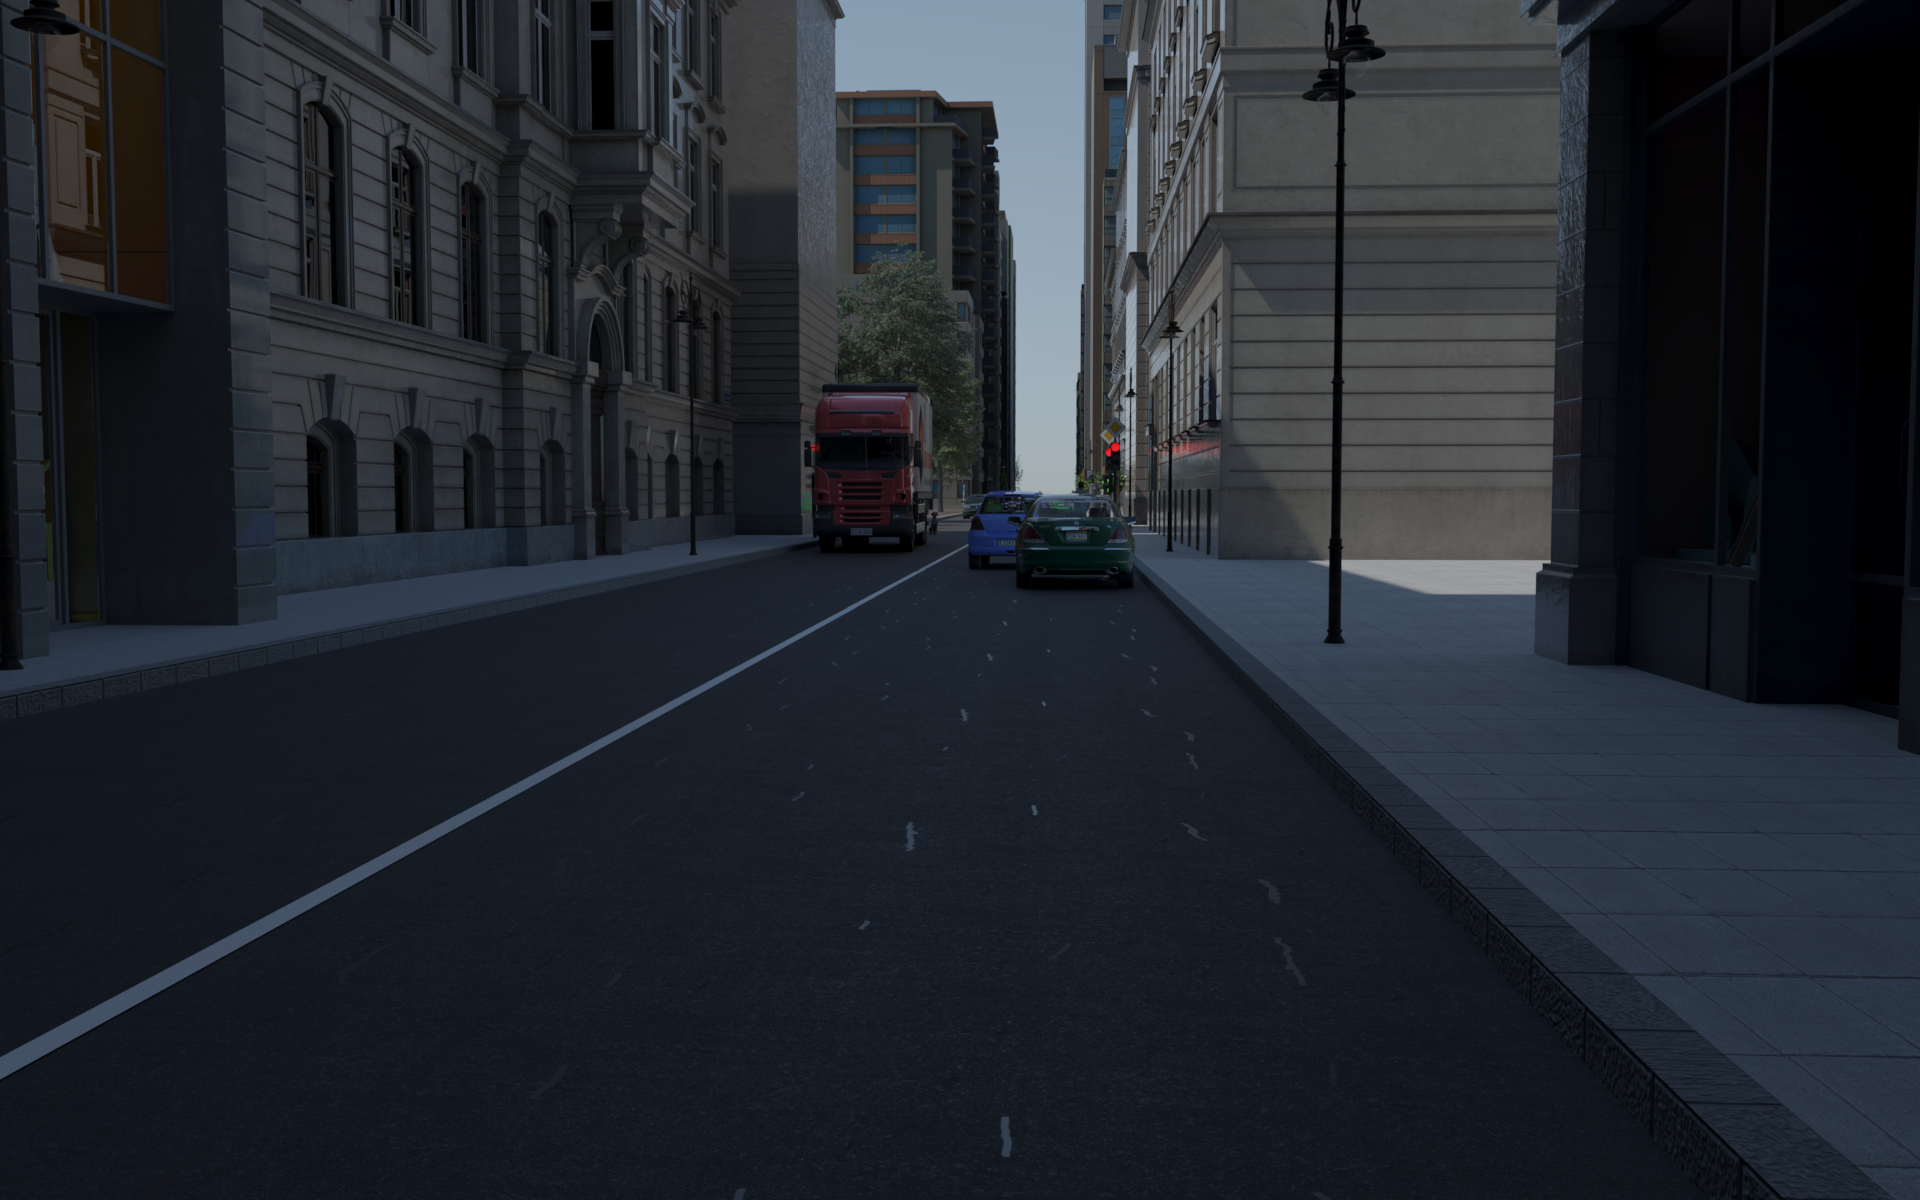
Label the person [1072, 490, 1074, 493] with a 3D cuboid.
[{"bbox_3d":[9.468,-8.454,147.167,0.683,1.767,0.568,0,4,4],"label":"person"}]

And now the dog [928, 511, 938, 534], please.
[{"bbox_3d":[-0.860,-2.742,61.662,0.513,0.831,0.800,2,4,28],"label":"dog"}]

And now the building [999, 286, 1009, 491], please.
[{"bbox_3d":[-0.607,-28.481,237.370,14.160,30.474,14.107,0,4,3],"label":"building"}]

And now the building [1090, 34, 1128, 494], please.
[{"bbox_3d":[19.872,-31.804,170.108,14.600,45.320,14.200,0,4,3],"label":"building"}]

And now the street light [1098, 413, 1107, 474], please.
[{"bbox_3d":[8.170,-7.610,97.210,0.468,5.910,1.993,0,4,3],"label":"street light"}]

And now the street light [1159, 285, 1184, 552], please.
[{"bbox_3d":[4.679,-4.018,38.487,0.468,5.910,1.993,0,4,3],"label":"street light"}]

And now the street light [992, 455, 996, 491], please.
[{"bbox_3d":[3.862,-13.640,195.796,0.468,5.910,1.993,0,4,3],"label":"street light"}]

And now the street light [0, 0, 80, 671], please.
[{"bbox_3d":[-6.956,-2.429,12.498,0.468,5.910,1.993,0,4,3],"label":"street light"}]

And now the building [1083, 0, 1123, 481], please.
[{"bbox_3d":[24.248,-39.753,191.953,21.231,58.520,28.212,0,4,3],"label":"building"}]

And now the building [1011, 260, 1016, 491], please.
[{"bbox_3d":[2.316,-37.354,294.324,14.154,41.232,14.086,0,4,3],"label":"building"}]

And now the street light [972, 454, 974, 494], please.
[{"bbox_3d":[1.089,-10.726,148.163,0.468,5.910,1.993,0,4,3],"label":"street light"}]

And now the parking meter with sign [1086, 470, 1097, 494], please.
[{"bbox_3d":[9.666,-7.937,126.031,0.543,3.016,1.738,-1,4,-13],"label":"parking meter with sign"}]

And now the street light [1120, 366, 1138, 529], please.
[{"bbox_3d":[6.156,-5.492,62.578,0.468,5.910,1.993,0,4,3],"label":"street light"}]

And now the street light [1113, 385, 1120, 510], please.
[{"bbox_3d":[6.744,-6.158,73.477,0.468,5.910,1.993,0,4,3],"label":"street light"}]

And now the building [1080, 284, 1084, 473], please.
[{"bbox_3d":[23.485,-28.492,237.553,14.160,30.474,14.107,0,4,3],"label":"building"}]

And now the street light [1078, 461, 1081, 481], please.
[{"bbox_3d":[14.074,-13.773,197.968,0.468,5.910,1.993,0,4,3],"label":"street light"}]

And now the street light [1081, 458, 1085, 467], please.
[{"bbox_3d":[12.608,-12.290,173.723,0.468,5.910,1.993,0,4,3],"label":"street light"}]

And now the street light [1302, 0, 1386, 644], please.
[{"bbox_3d":[3.228,-2.567,14.756,0.468,5.910,1.993,0,4,3],"label":"street light"}]

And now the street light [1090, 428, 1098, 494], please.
[{"bbox_3d":[9.529,-9.086,121.340,0.468,5.910,1.993,0,4,3],"label":"street light"}]

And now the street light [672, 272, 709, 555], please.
[{"bbox_3d":[-5.607,-3.881,36.235,0.468,5.910,1.993,0,4,3],"label":"street light"}]

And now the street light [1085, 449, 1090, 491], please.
[{"bbox_3d":[11.251,-10.825,149.778,0.468,5.910,1.993,0,4,3],"label":"street light"}]

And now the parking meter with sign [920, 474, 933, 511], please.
[{"bbox_3d":[-2.947,-8.335,132.538,1.738,3.016,0.543,0,3,0],"label":"parking meter with sign"}]

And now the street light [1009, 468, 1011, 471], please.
[{"bbox_3d":[7.378,-17.255,254.898,0.468,5.910,1.993,0,4,3],"label":"street light"}]

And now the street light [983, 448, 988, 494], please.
[{"bbox_3d":[2.509,-12.178,171.896,0.468,5.910,1.993,0,4,3],"label":"street light"}]

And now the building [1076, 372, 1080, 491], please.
[{"bbox_3d":[31.340,-25.346,259.445,27.650,21.520,28.899,0,4,3],"label":"building"}]

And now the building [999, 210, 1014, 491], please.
[{"bbox_3d":[1.484,-38.509,279.733,14.600,45.320,14.200,0,4,3],"label":"building"}]

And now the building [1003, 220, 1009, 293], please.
[{"bbox_3d":[-0.210,-34.742,251.618,14.154,41.232,14.086,0,4,3],"label":"building"}]

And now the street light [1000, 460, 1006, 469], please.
[{"bbox_3d":[5.891,-15.803,231.169,0.468,5.910,1.993,0,4,3],"label":"street light"}]

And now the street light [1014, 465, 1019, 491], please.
[{"bbox_3d":[8.771,-18.706,278.633,0.468,5.910,1.993,0,4,3],"label":"street light"}]

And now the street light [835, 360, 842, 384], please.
[{"bbox_3d":[-4.192,-5.332,59.968,0.468,5.910,1.993,0,4,3],"label":"street light"}]

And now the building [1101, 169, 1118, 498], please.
[{"bbox_3d":[19.803,-23.510,156.095,14.160,30.474,14.107,0,4,3],"label":"building"}]

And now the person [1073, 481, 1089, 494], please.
[{"bbox_3d":[3.661,-2.702,52.699,0.660,1.820,0.620,-1,4,-18],"label":"person"}]
